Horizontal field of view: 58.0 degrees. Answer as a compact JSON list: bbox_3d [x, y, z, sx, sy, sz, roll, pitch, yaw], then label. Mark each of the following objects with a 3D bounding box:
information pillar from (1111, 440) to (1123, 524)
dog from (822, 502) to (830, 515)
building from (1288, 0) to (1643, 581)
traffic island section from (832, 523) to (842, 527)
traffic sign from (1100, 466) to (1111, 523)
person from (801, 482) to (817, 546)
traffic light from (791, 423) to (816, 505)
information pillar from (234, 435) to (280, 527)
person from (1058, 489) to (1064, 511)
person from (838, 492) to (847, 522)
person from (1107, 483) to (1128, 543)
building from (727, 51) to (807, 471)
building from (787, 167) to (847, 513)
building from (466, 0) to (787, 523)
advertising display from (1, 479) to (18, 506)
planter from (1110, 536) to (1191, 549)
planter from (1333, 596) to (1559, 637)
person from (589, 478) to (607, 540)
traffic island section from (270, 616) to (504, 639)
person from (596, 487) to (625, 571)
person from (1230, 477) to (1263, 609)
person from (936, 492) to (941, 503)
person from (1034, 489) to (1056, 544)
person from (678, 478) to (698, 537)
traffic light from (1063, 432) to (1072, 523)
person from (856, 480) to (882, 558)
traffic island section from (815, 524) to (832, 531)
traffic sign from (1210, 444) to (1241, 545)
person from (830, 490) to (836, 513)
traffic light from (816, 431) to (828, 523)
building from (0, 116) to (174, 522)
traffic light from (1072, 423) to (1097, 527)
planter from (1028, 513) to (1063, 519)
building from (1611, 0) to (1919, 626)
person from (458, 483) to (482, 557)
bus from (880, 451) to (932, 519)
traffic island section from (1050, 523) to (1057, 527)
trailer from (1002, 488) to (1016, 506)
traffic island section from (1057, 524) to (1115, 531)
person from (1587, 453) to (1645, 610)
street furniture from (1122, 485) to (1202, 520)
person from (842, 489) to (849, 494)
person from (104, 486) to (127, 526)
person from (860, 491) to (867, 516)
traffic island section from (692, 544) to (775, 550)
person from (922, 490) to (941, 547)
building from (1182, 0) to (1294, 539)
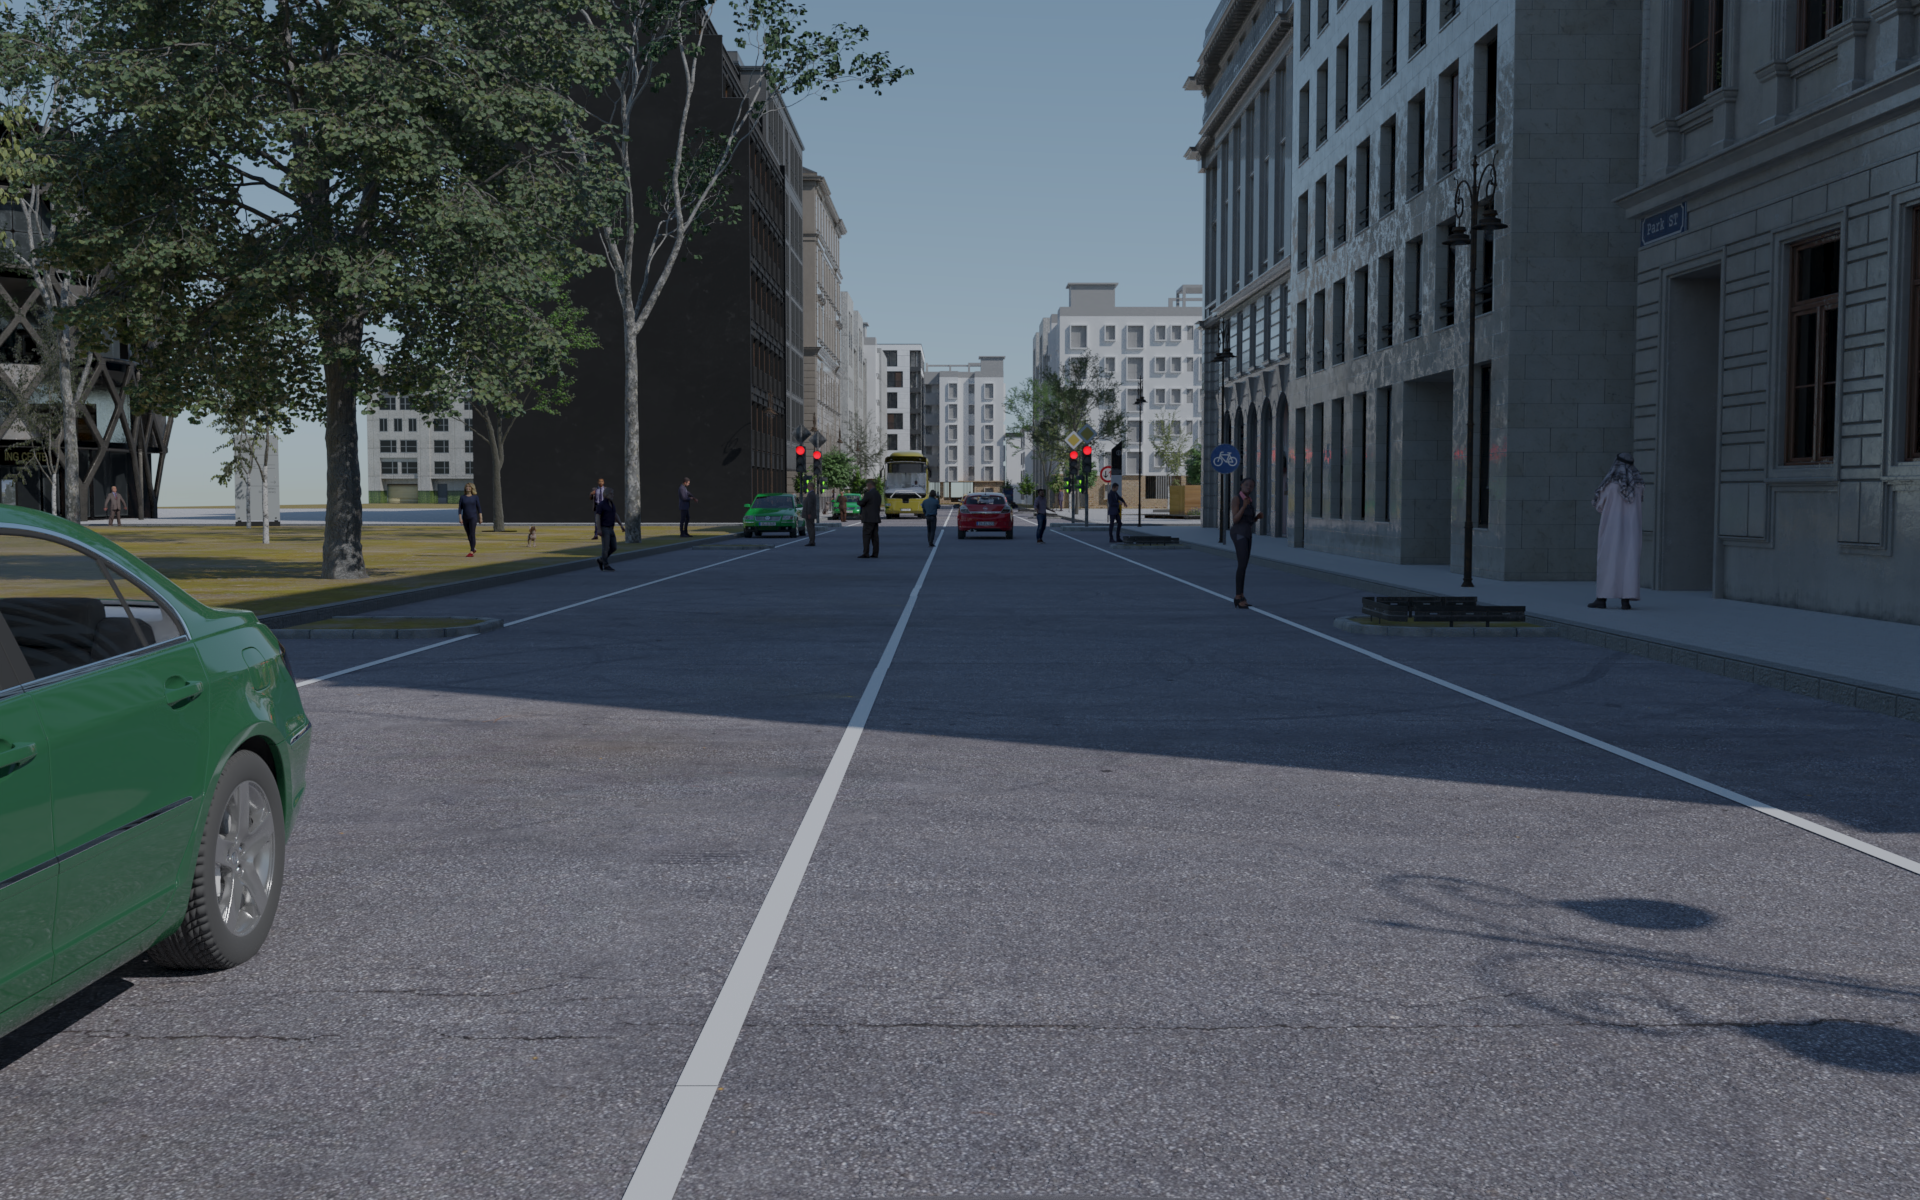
[{"bbox_3d":[6.795,-5.120,75.066,0.504,3.616,0.183,0,4,-3],"label":"information pillar"},{"bbox_3d":[-8.338,-5.720,107.900,0.513,0.831,0.800,0,4,-4],"label":"dog"},{"bbox_3d":[13.189,-10.916,33.236,10.420,20.320,16.860,0,3,0],"label":"building"},{"bbox_3d":[-6.254,-3.285,75.998,2.009,0.180,2.903,0,3,0],"label":"traffic island section"},{"bbox_3d":[6.664,-4.757,77.880,0.768,2.556,0.104,0,4,8],"label":"traffic sign"},{"bbox_3d":[-4.154,-2.364,47.705,0.434,1.755,0.990,0,3,0],"label":"person"},{"bbox_3d":[-6.209,-4.809,67.879,0.839,4.213,0.868,0,3,0],"label":"traffic light"},{"bbox_3d":[-27.886,-4.733,68.694,1.656,3.620,0.184,-1,4,-18],"label":"information pillar"},{"bbox_3d":[7.466,-7.418,128.252,0.541,1.710,0.530,-2,4,-35],"label":"person"},{"bbox_3d":[-5.998,-4.753,88.476,0.482,1.546,0.388,2,4,26],"label":"person"},{"bbox_3d":[4.667,-2.575,51.048,0.568,1.767,0.683,2,4,30],"label":"person"},{"bbox_3d":[-17.337,-18.968,103.626,14.314,27.812,24.014,0,3,0],"label":"building"},{"bbox_3d":[-15.299,-20.238,128.155,12.463,27.353,25.104,0,3,0],"label":"building"},{"bbox_3d":[-15.371,-15.547,83.872,12.332,23.373,15.834,0,3,0],"label":"building"},{"bbox_3d":[-41.183,-4.272,75.066,0.974,1.923,0.123,2,4,27],"label":"advertising display"},{"bbox_3d":[5.008,-1.514,45.889,1.991,0.319,1.994,0,3,0],"label":"planter"},{"bbox_3d":[5.034,0.170,18.354,1.991,0.319,1.994,0,3,0],"label":"planter"},{"bbox_3d":[-10.030,-2.539,48.380,0.655,1.722,0.431,0,4,-5],"label":"person"},{"bbox_3d":[-5.892,0.291,18.113,1.991,0.108,1.994,0,3,0],"label":"traffic island section"},{"bbox_3d":[-6.540,-1.314,32.190,0.569,1.553,0.471,-2,4,-31],"label":"person"},{"bbox_3d":[3.617,-0.725,21.827,0.415,1.643,0.593,-1,4,-9],"label":"person"},{"bbox_3d":[-2.452,-11.640,199.540,0.721,1.736,1.217,2,4,31],"label":"person"},{"bbox_3d":[2.365,-2.428,50.165,0.435,1.587,0.963,2,4,33],"label":"person"},{"bbox_3d":[-8.043,-2.739,51.277,0.568,1.767,0.683,0,4,-5],"label":"person"},{"bbox_3d":[4.947,-5.299,75.888,0.839,4.213,0.868,0,3,0],"label":"traffic light"},{"bbox_3d":[-2.061,-1.817,38.901,0.600,1.739,0.565,1,4,8],"label":"person"},{"bbox_3d":[-6.249,-2.797,68.012,2.009,0.180,2.903,0,3,0],"label":"traffic island section"},{"bbox_3d":[6.698,-2.671,43.784,0.768,2.556,0.104,0,4,8],"label":"traffic sign"},{"bbox_3d":[-8.635,-6.715,117.793,0.435,1.587,0.963,-1,4,-12],"label":"person"},{"bbox_3d":[-6.214,-5.298,75.864,0.839,4.213,0.868,0,3,0],"label":"traffic light"},{"bbox_3d":[-48.669,-13.274,84.480,16.811,18.784,16.820,0,3,0],"label":"building"},{"bbox_3d":[4.952,-4.811,67.903,0.839,4.213,0.868,0,3,0],"label":"traffic light"},{"bbox_3d":[4.958,-4.899,101.246,1.991,0.319,1.994,0,3,0],"label":"planter"},{"bbox_3d":[14.295,-10.844,13.452,11.583,22.565,21.152,0,3,0],"label":"building"},{"bbox_3d":[-10.031,-1.643,35.448,0.480,1.512,0.613,-1,4,-23],"label":"person"},{"bbox_3d":[-3.108,-6.798,102.690,2.896,3.916,12.252,0,4,-1],"label":"bus"},{"bbox_3d":[4.987,-3.286,76.000,2.009,0.180,2.903,0,3,0],"label":"traffic island section"},{"bbox_3d":[4.742,-10.148,172.973,1.471,1.999,3.904,0,4,-1],"label":"trailer"},{"bbox_3d":[4.992,-2.797,68.015,2.009,0.180,2.903,0,3,0],"label":"traffic island section"},{"bbox_3d":[7.372,-0.772,19.338,0.551,1.740,0.621,-1,4,-16],"label":"person"},{"bbox_3d":[14.293,-5.060,89.585,11.010,1.723,9.812,-1,4,-17],"label":"street furniture"},{"bbox_3d":[-9.538,-8.387,143.971,0.742,1.727,0.445,0,4,-7],"label":"person"},{"bbox_3d":[-35.969,-3.959,73.786,0.434,1.755,0.990,3,5,40],"label":"person"},{"bbox_3d":[-3.468,-3.200,63.194,0.453,1.535,0.546,-2,4,-34],"label":"person"},{"bbox_3d":[-5.913,-1.388,45.553,1.991,0.108,1.994,0,3,0],"label":"traffic island section"},{"bbox_3d":[-0.784,-2.209,46.836,0.429,1.552,0.499,-3,5,-42],"label":"person"},{"bbox_3d":[15.150,-13.018,54.648,13.314,21.916,24.055,0,3,0],"label":"building"}]
